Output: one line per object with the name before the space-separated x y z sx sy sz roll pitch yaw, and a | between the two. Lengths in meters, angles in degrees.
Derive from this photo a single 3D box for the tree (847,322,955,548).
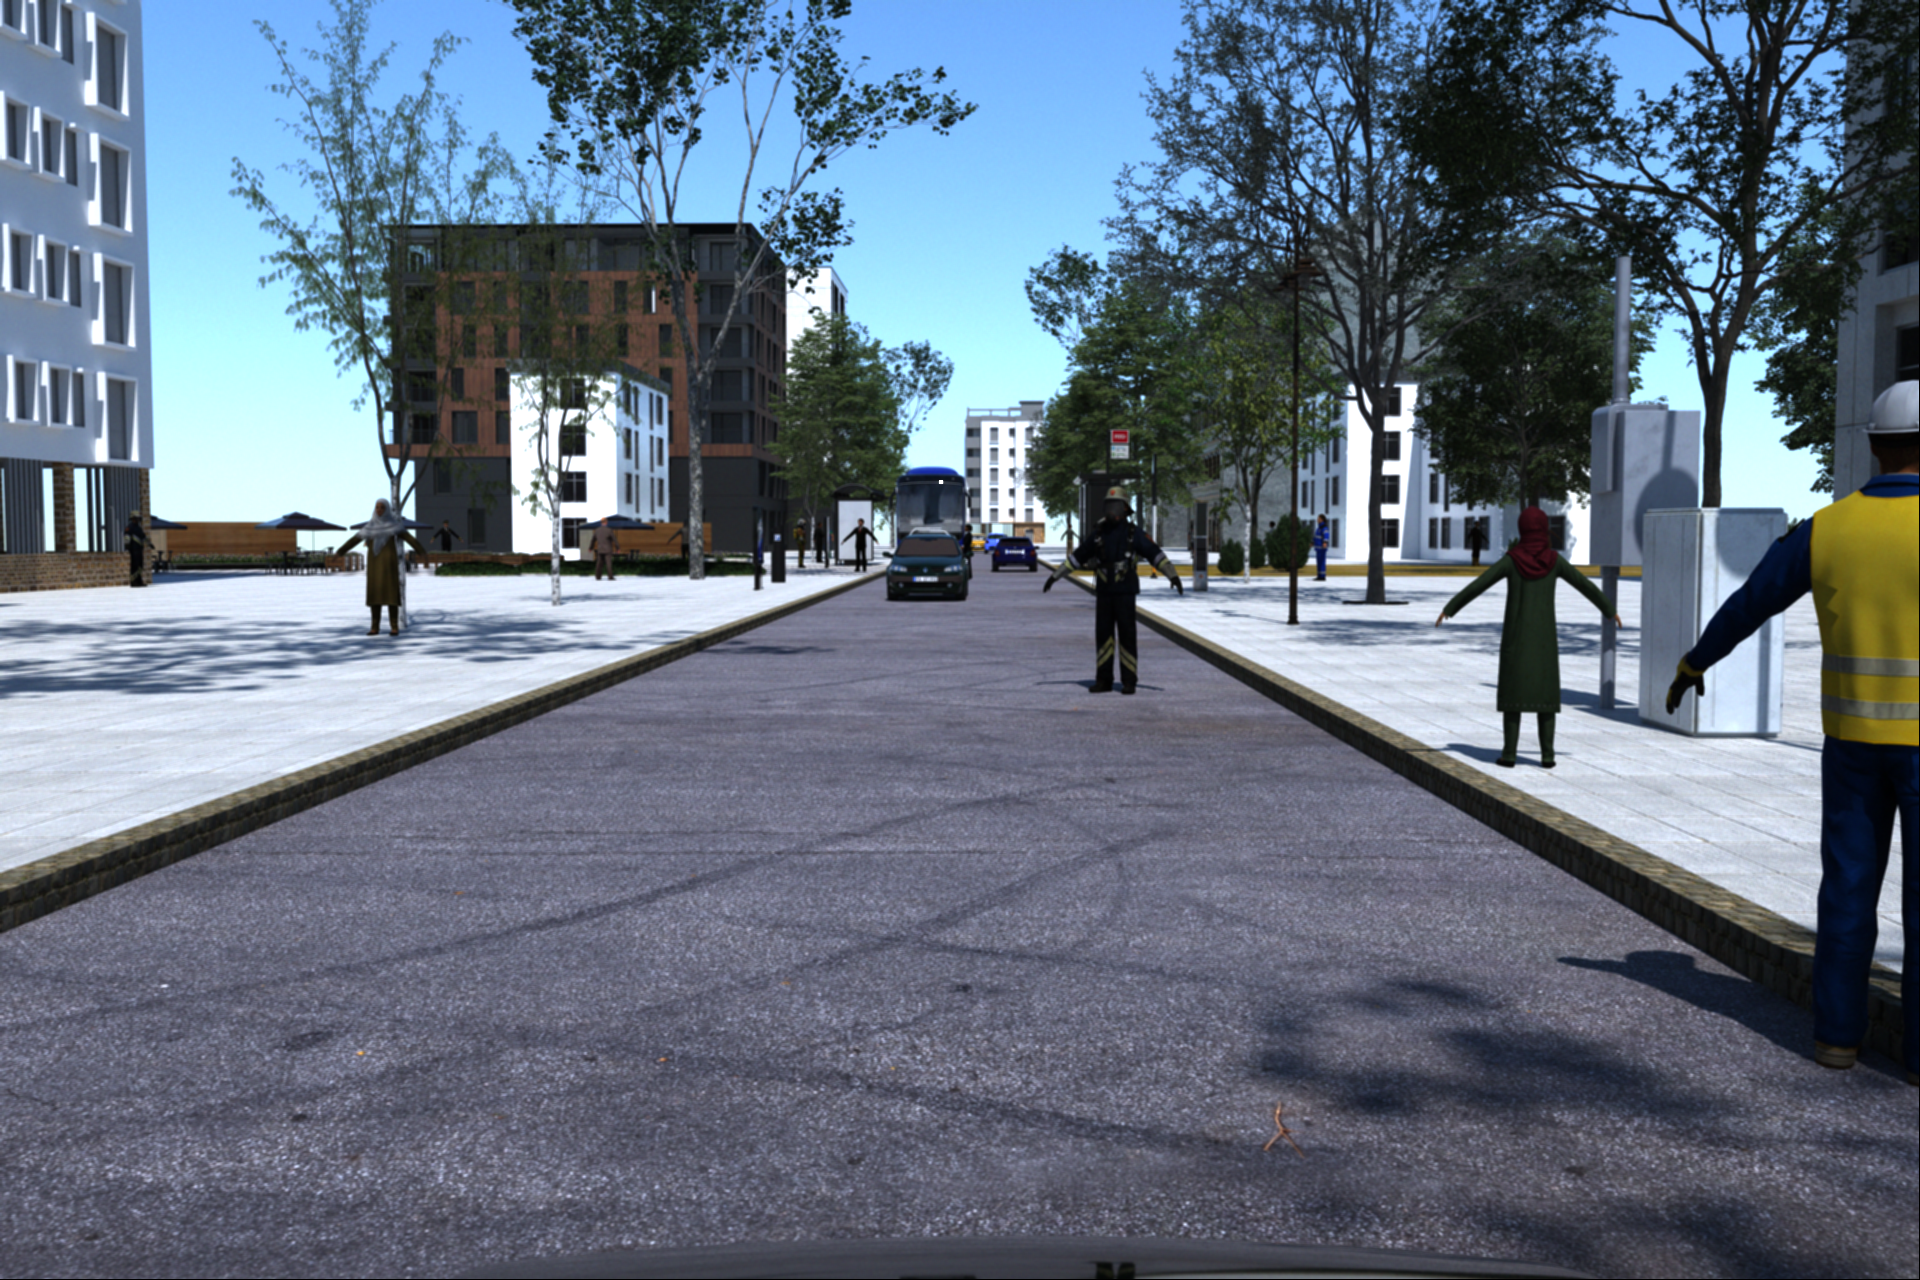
tree | -7.292 -18.335 155.669 12.611 20.169 13.585 0 3 0

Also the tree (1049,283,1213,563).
tree | 7.729 -9.771 77.888 7.486 12.596 7.792 0 3 0

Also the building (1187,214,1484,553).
building | 27.024 -18.029 125.700 19.493 23.208 18.063 0 4 1

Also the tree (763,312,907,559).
tree | -6.661 -10.458 89.120 7.486 12.596 7.792 0 3 0

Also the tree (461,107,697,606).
tree | -7.421 -4.914 30.707 4.360 8.622 3.978 0 3 0

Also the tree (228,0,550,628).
tree | -7.713 -4.482 23.643 4.360 8.622 3.978 0 3 0

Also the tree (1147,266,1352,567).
tree | 11.336 -8.654 67.249 9.928 11.665 9.643 0 3 0

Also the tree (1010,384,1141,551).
tree | 9.386 -13.644 133.449 12.009 13.543 11.850 0 3 0

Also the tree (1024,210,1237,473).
tree | 10.516 -14.970 100.651 12.611 20.169 13.585 0 3 0

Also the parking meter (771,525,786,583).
parking meter | -4.812 -2.290 45.859 0.372 1.533 0.369 0 3 0

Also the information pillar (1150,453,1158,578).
information pillar | 5.629 -3.602 50.247 0.183 3.616 0.504 0 4 1

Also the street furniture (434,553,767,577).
street furniture | -11.005 -2.368 54.339 10.072 0.657 5.734 0 4 0

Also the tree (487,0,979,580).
tree | -6.375 -11.715 47.437 12.611 20.169 13.585 0 3 0

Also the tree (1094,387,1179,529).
tree | 8.469 -8.392 87.569 4.360 8.622 3.978 0 3 0

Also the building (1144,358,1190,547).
building | 28.814 -21.025 174.693 19.493 23.208 18.063 0 4 1

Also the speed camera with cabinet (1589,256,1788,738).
speed camera with cabinet | 4.911 -1.066 11.773 0.660 3.252 2.038 0 4 1

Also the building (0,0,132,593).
building | -25.762 -10.658 30.683 16.016 20.090 11.380 0 4 2

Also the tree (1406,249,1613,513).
tree | 17.966 -7.423 55.785 7.601 10.594 8.767 1 4 9

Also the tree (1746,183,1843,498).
tree | 28.876 -8.935 52.738 9.857 13.997 8.962 0 3 0

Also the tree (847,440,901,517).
tree | -6.009 -10.162 116.510 4.737 8.622 4.395 0 3 0

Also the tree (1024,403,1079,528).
tree | 8.925 -14.045 147.767 7.486 12.596 7.792 0 3 0

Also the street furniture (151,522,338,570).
street furniture | -26.637 -3.557 65.011 11.010 1.723 9.812 -3 5 -44

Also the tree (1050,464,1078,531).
tree | 9.731 -12.548 155.529 4.360 8.622 3.978 0 3 0

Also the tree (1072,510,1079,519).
tree | 19.394 -19.182 248.039 7.601 10.594 8.767 0 4 7

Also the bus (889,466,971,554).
bus | -0.951 -4.596 66.685 2.896 3.916 12.251 0 4 1

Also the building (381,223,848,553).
building | -23.795 -17.527 130.542 27.936 21.610 32.646 0 4 1

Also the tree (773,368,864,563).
tree | -6.734 -7.768 77.374 4.360 8.622 3.978 0 3 0

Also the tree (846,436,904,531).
tree | -6.253 -10.636 124.259 4.737 8.622 4.395 0 3 0

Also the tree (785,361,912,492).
tree | -6.664 -10.988 105.409 9.928 11.665 9.643 0 3 0

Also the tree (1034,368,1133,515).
tree | 8.611 -12.202 117.633 7.486 12.596 7.792 0 3 0

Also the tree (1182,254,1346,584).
tree | 7.593 -5.774 44.762 4.737 8.622 4.395 0 3 0

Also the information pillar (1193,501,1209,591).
information pillar | 5.386 -2.097 38.780 0.304 2.012 0.304 0 4 1

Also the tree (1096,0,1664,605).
tree | 7.589 -7.407 31.469 12.009 13.543 11.850 0 3 0

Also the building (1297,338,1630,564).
building | 24.130 -8.929 88.137 9.099 9.664 28.070 0 4 1

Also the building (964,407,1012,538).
building | 0.960 -23.868 249.116 11.380 20.090 16.016 0 4 -1

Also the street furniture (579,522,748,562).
street furniture | -11.358 -3.737 67.957 11.010 1.723 9.812 -2 4 -28

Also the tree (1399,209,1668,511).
tree | 22.478 -9.863 67.911 9.857 13.997 8.962 0 3 0

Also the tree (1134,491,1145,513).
tree | 29.344 -20.514 245.769 12.009 13.543 11.850 0 3 0

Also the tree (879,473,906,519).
tree | -7.919 -18.962 244.448 7.601 10.594 8.767 0 4 3

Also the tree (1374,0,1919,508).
tree | 7.616 -5.106 17.898 7.601 10.594 8.767 -2 4 -30

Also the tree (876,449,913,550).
tree | -5.519 -11.617 140.299 4.737 8.622 4.395 0 3 0
